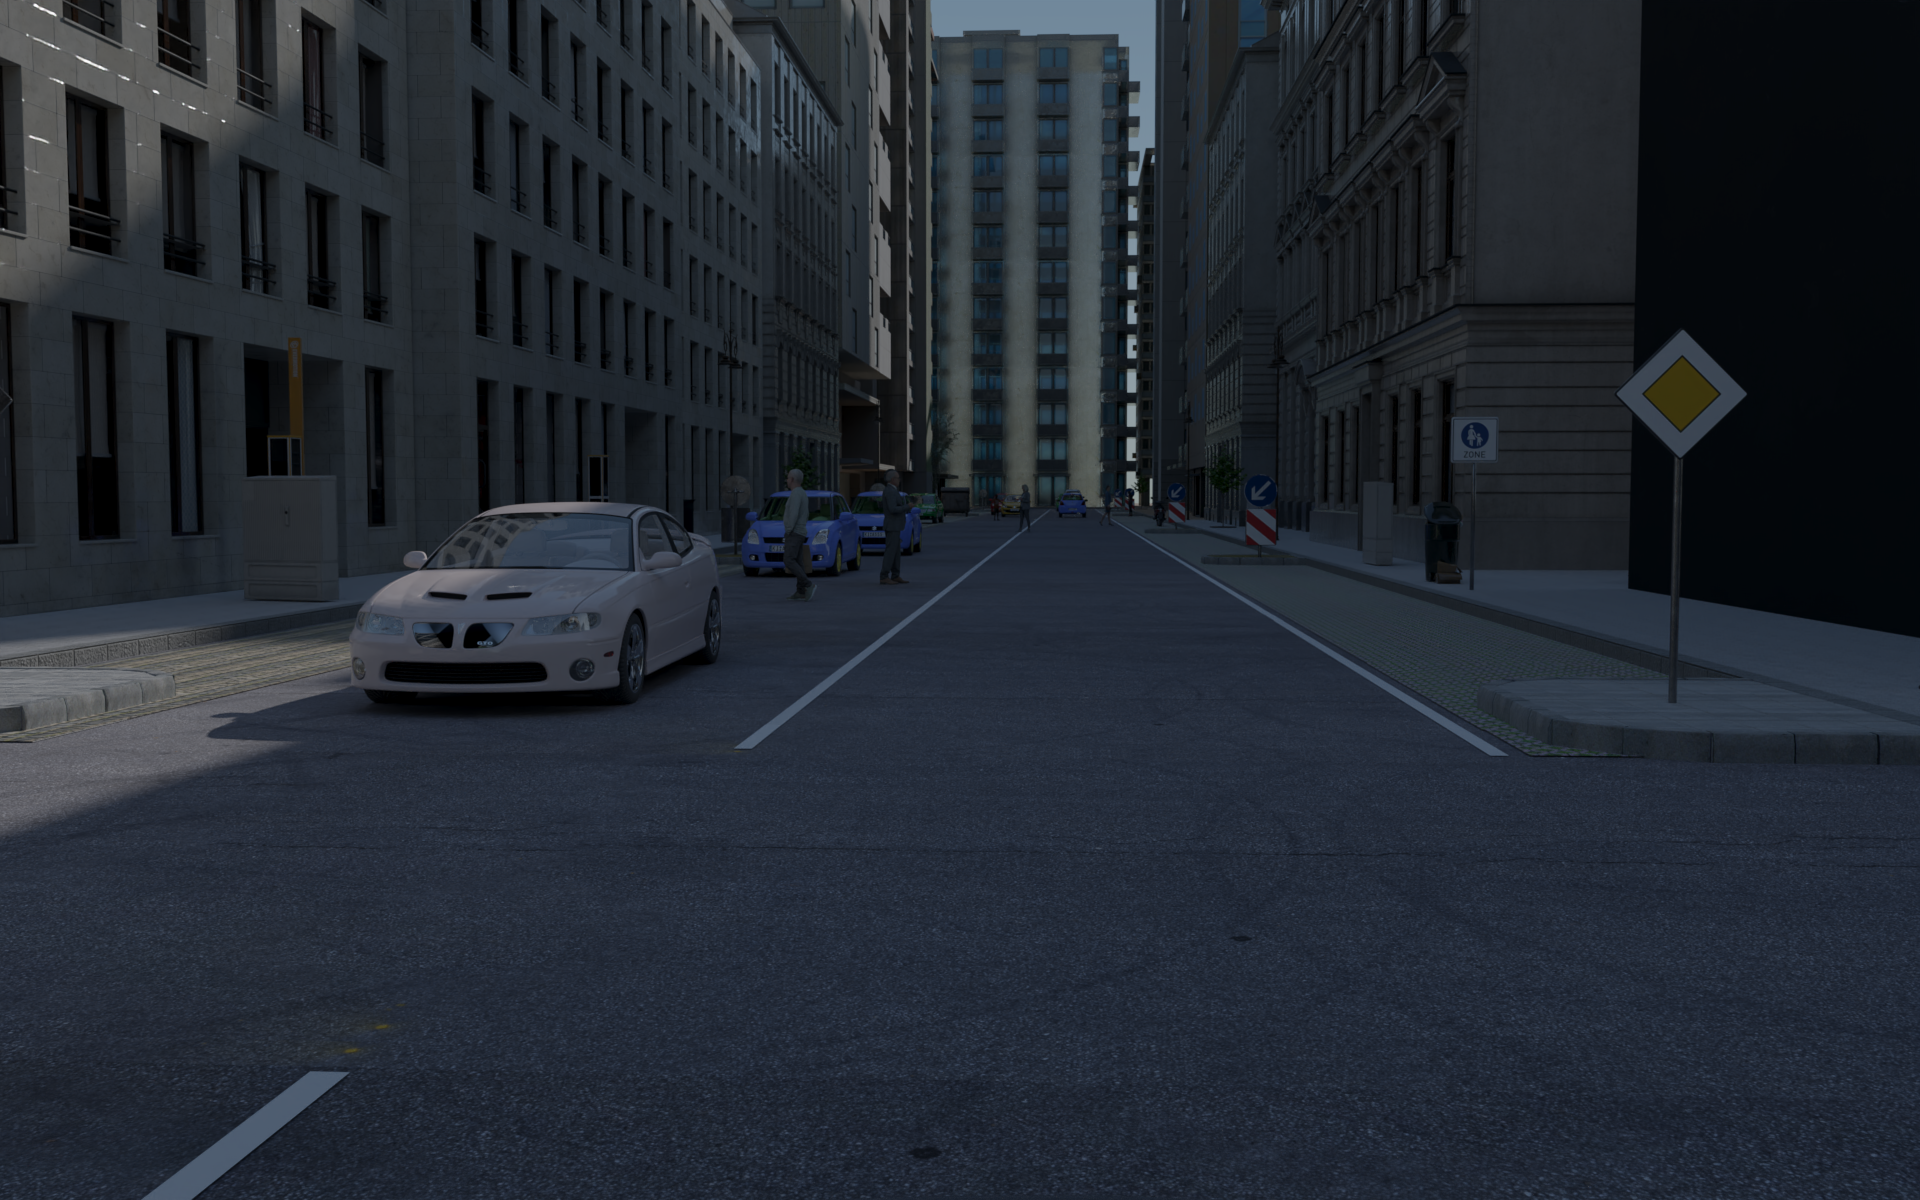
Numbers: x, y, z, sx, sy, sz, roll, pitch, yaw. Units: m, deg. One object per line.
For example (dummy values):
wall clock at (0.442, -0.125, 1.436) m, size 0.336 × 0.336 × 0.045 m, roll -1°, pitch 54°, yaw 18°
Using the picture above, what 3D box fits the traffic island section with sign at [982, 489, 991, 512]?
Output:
traffic island section with sign at (1.927, -8.022, 139.784) m, size 1.989 × 1.847 × 2.006 m, roll 0°, pitch 4°, yaw 4°

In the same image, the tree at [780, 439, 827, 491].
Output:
tree at (-5.527, -4.085, 61.390) m, size 1.663 × 3.219 × 1.824 m, roll 0°, pitch 3°, yaw 0°

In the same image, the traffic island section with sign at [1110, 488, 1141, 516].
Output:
traffic island section with sign at (10.868, -6.340, 112.284) m, size 1.989 × 1.847 × 2.006 m, roll 0°, pitch 4°, yaw 4°

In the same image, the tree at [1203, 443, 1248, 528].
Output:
tree at (10.168, -4.364, 65.957) m, size 1.663 × 3.219 × 1.824 m, roll 0°, pitch 3°, yaw 0°

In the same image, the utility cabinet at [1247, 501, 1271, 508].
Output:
utility cabinet at (8.646, -2.382, 50.114) m, size 0.306 × 1.237 × 1.020 m, roll -1°, pitch 4°, yaw -17°

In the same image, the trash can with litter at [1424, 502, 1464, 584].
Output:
trash can with litter at (7.086, -0.839, 25.108) m, size 0.624 × 1.170 × 1.055 m, roll 0°, pitch 4°, yaw 3°

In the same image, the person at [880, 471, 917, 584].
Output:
person at (-0.990, -1.154, 27.547) m, size 0.590 × 1.801 × 0.661 m, roll -1°, pitch 4°, yaw -9°

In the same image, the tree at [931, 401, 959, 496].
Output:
tree at (-2.066, -11.364, 136.155) m, size 4.360 × 8.622 × 3.978 m, roll 0°, pitch 3°, yaw 0°

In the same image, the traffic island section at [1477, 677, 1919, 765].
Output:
traffic island section at (4.397, 0.711, 10.649) m, size 2.009 × 0.180 × 2.903 m, roll 0°, pitch 4°, yaw 4°

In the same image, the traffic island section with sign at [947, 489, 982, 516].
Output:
traffic island section with sign at (0.222, -6.376, 112.883) m, size 1.989 × 1.847 × 2.006 m, roll 0°, pitch 4°, yaw 4°

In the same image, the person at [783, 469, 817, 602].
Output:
person at (-2.153, -0.881, 23.387) m, size 0.515 × 1.767 × 0.782 m, roll 0°, pitch 4°, yaw 4°

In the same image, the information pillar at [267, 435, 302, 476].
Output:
information pillar at (-8.515, -1.064, 21.893) m, size 0.304 × 2.012 × 0.304 m, roll 0°, pitch 4°, yaw 7°

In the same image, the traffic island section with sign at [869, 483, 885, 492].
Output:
traffic island section with sign at (-2.949, -3.327, 63.025) m, size 1.989 × 1.847 × 2.006 m, roll 0°, pitch 4°, yaw 4°

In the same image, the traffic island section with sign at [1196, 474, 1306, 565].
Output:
traffic island section with sign at (5.983, -1.648, 35.570) m, size 1.989 × 1.847 × 2.006 m, roll 0°, pitch 4°, yaw 4°

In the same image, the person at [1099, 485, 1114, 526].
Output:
person at (6.667, -4.290, 78.671) m, size 0.654 × 1.822 × 0.581 m, roll 1°, pitch 4°, yaw 20°

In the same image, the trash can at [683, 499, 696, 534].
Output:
trash can at (-7.517, -2.156, 46.910) m, size 0.748 × 1.137 × 0.748 m, roll 0°, pitch 3°, yaw 0°

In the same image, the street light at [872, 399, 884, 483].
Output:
street light at (-3.959, -6.814, 84.201) m, size 0.468 × 5.910 × 1.993 m, roll 0°, pitch 4°, yaw 4°

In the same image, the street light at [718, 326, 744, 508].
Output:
street light at (-6.331, -4.597, 47.948) m, size 0.468 × 5.910 × 1.993 m, roll 0°, pitch 4°, yaw 4°

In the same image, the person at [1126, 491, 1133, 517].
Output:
person at (10.754, -6.100, 109.712) m, size 0.415 × 1.643 × 0.593 m, roll 0°, pitch 4°, yaw 3°

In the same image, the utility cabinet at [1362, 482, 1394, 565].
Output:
utility cabinet at (7.587, -1.390, 31.409) m, size 0.318 × 1.500 × 1.173 m, roll 0°, pitch 4°, yaw 2°

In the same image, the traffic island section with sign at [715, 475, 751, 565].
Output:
traffic island section with sign at (-4.687, -1.667, 35.883) m, size 1.989 × 1.847 × 2.006 m, roll 0°, pitch 4°, yaw 4°

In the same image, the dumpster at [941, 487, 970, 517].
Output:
dumpster at (-0.290, -6.131, 108.453) m, size 1.865 × 1.857 × 1.264 m, roll 0°, pitch 4°, yaw 4°

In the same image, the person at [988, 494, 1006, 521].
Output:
person at (1.984, -5.020, 93.837) m, size 1.065 × 1.426 × 0.557 m, roll -2°, pitch 4°, yaw -25°

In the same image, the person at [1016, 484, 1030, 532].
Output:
person at (2.402, -3.438, 64.892) m, size 0.526 × 1.800 × 0.537 m, roll -2°, pitch 4°, yaw -24°

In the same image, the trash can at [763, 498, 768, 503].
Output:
trash can at (-6.303, -2.872, 58.611) m, size 0.748 × 1.137 × 0.748 m, roll 0°, pitch 3°, yaw 0°

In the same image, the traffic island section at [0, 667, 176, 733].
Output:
traffic island section at (-6.572, 0.669, 11.349) m, size 2.009 × 0.180 × 2.903 m, roll 0°, pitch 4°, yaw 4°

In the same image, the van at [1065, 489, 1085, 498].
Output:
van at (10.175, -9.087, 155.586) m, size 2.013 × 2.044 × 4.112 m, roll 0°, pitch 4°, yaw 6°

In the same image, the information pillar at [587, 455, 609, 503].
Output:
information pillar at (-6.843, -1.732, 32.812) m, size 0.304 × 2.012 × 0.304 m, roll 1°, pitch 4°, yaw 11°

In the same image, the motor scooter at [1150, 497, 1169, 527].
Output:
motor scooter at (8.831, -3.904, 76.608) m, size 0.815 × 1.314 × 1.986 m, roll 0°, pitch 4°, yaw 4°

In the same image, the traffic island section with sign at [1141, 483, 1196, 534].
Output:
traffic island section with sign at (7.731, -3.328, 63.048) m, size 1.989 × 1.847 × 2.006 m, roll 0°, pitch 4°, yaw 4°

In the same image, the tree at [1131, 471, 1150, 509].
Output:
tree at (15.187, -9.267, 146.124) m, size 1.663 × 3.219 × 1.824 m, roll 0°, pitch 3°, yaw 0°

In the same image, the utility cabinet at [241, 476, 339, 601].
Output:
utility cabinet at (-8.029, -0.738, 20.737) m, size 1.173 × 1.500 × 0.318 m, roll 1°, pitch 4°, yaw 21°

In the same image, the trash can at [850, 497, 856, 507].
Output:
trash can at (-5.048, -4.507, 85.339) m, size 0.748 × 1.137 × 0.748 m, roll 0°, pitch 3°, yaw 0°
